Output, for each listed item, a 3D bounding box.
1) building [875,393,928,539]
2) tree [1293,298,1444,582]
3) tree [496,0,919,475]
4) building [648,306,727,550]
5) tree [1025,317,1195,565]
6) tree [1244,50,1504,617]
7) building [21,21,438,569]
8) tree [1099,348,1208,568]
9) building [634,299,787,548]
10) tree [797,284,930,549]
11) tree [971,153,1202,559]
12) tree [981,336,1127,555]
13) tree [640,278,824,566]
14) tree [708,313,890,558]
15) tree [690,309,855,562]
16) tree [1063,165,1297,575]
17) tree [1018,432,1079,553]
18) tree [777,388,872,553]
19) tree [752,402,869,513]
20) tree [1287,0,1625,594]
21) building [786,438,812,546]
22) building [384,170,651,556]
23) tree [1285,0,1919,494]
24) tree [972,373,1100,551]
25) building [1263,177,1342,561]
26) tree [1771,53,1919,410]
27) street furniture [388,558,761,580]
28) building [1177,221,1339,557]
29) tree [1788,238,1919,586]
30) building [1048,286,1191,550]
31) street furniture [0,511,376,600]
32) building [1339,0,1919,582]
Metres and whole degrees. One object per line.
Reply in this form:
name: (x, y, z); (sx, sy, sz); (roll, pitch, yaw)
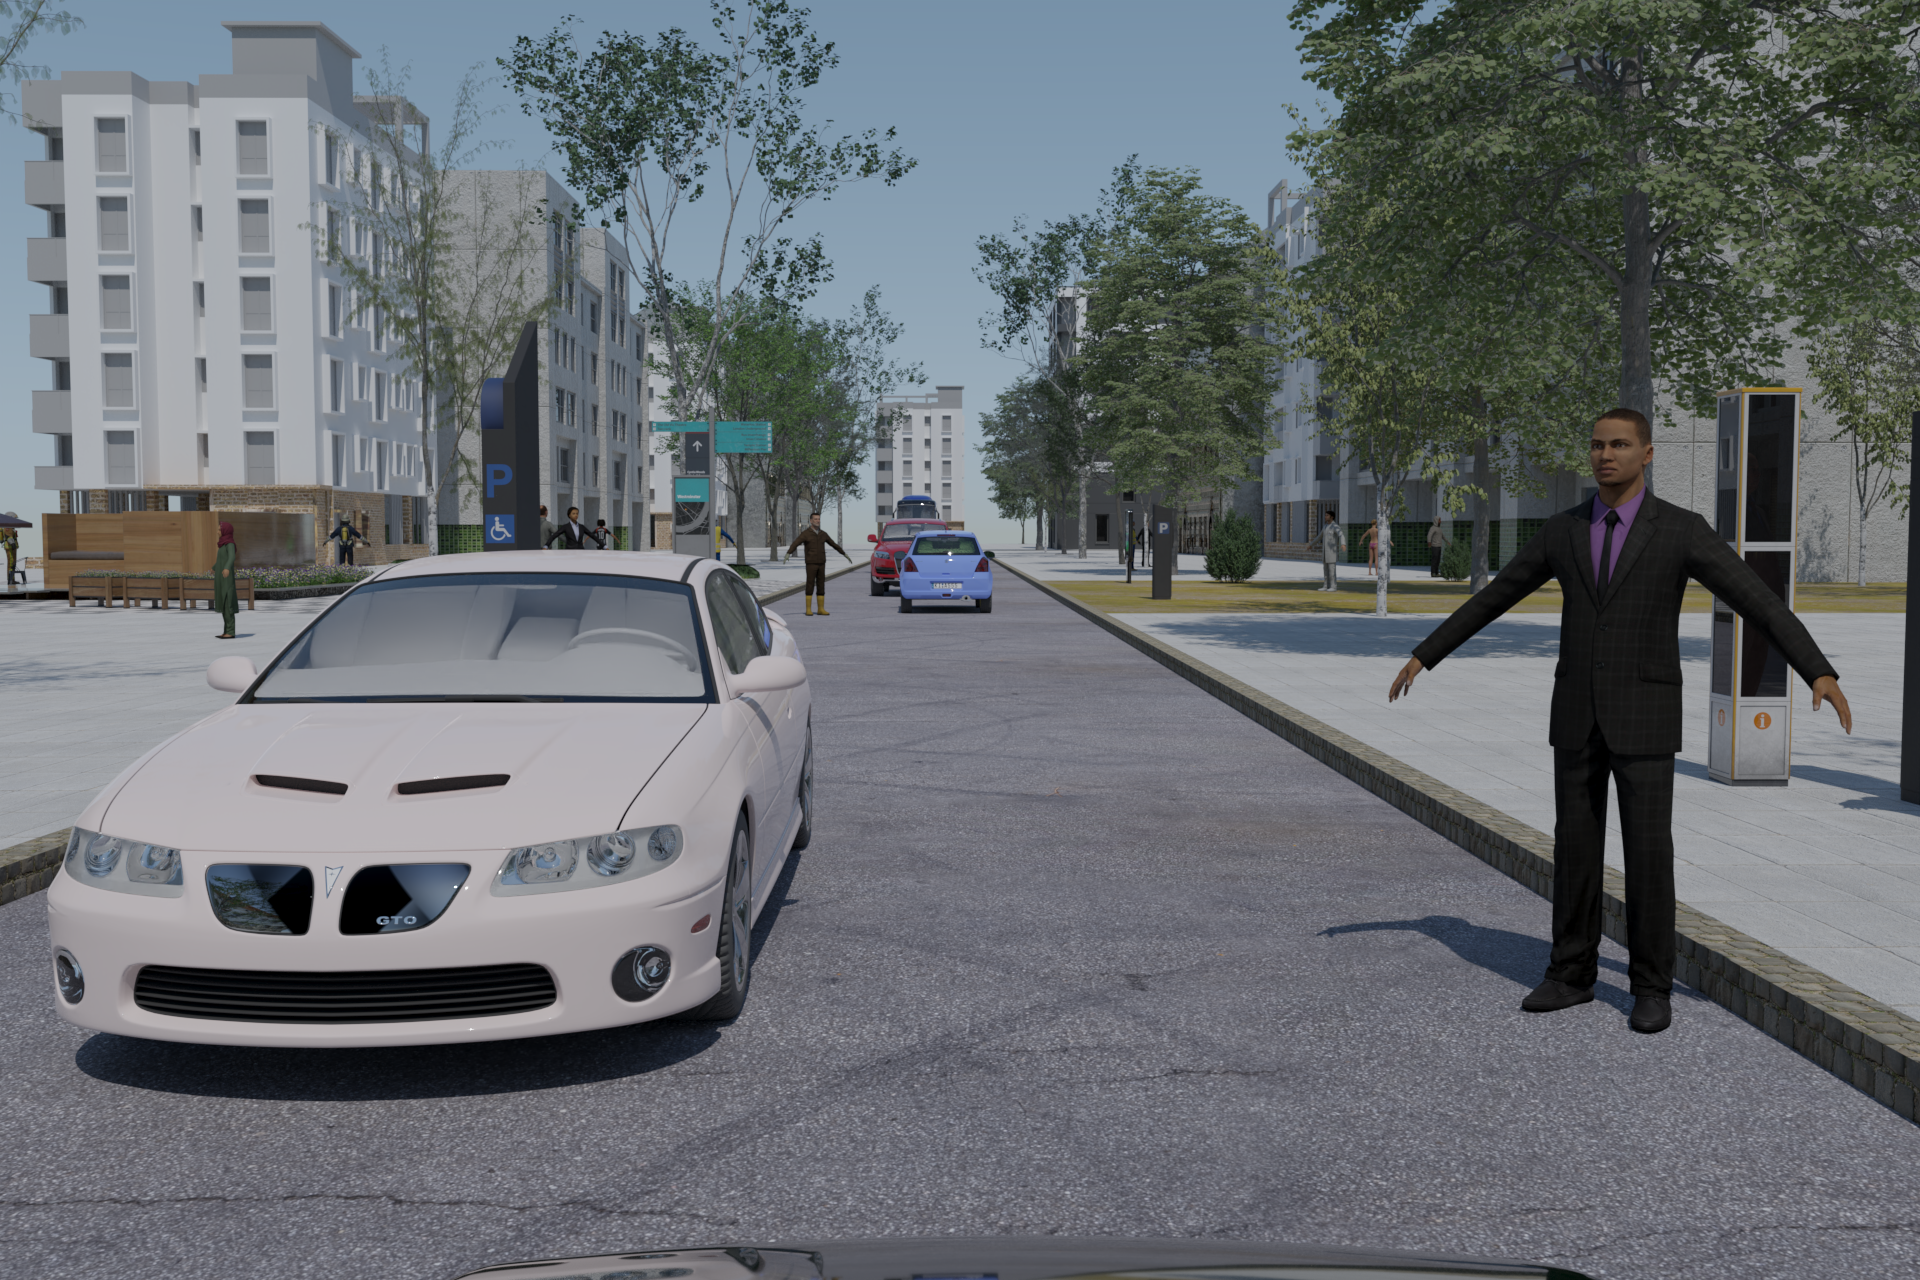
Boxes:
building: (-10.621, -22.386, 224.885); (11.380, 20.090, 16.016); (0, 4, 2)
tree: (11.146, -5.834, 45.744); (4.737, 8.622, 4.395); (0, 3, 0)
tree: (-8.121, -12.204, 55.426); (12.611, 20.169, 13.585); (0, 3, 0)
building: (-26.062, -17.644, 144.907); (16.016, 20.090, 11.380); (0, 4, -1)
tree: (6.506, -8.455, 72.650); (7.601, 10.594, 8.767); (1, 4, 19)
tree: (6.472, -4.653, 26.437); (4.737, 8.622, 4.395); (0, 3, 0)
building: (-28.612, -12.780, 65.369); (16.016, 20.090, 11.380); (0, 4, 0)
tree: (7.028, -7.042, 65.492); (4.360, 8.622, 3.978); (0, 3, 0)
building: (-27.116, -20.629, 168.216); (19.493, 23.208, 18.063); (0, 3, 0)
tree: (-8.707, -16.898, 132.163); (12.611, 20.169, 13.585); (0, 3, 0)
tree: (6.526, -14.196, 87.989); (12.611, 20.169, 13.585); (0, 3, 0)
tree: (6.399, -12.080, 107.880); (12.009, 13.543, 11.850); (0, 3, 0)
tree: (-9.048, -8.860, 70.619); (9.928, 11.665, 9.643); (0, 3, 0)
tree: (-9.016, -11.228, 93.950); (12.009, 13.543, 11.850); (0, 3, 0)
tree: (-8.742, -9.457, 80.378); (9.928, 11.665, 9.643); (0, 3, 0)
tree: (6.841, -8.310, 53.996); (7.486, 12.596, 7.792); (0, 3, 0)
tree: (5.620, -10.261, 118.122); (4.360, 8.622, 3.978); (0, 3, 0)
tree: (-9.486, -11.749, 117.849); (9.928, 11.665, 9.643); (0, 3, 0)
tree: (-9.084, -10.543, 106.790); (7.601, 10.594, 8.767); (2, 4, 25)
tree: (10.674, -7.246, 36.601); (7.486, 12.596, 7.792); (0, 3, 0)
building: (-26.655, -22.222, 194.261); (19.493, 23.208, 18.063); (0, 4, 0)
building: (-28.838, -14.291, 100.111); (16.747, 18.905, 31.486); (0, 4, -1)
tree: (6.554, -6.032, 16.756); (7.486, 12.596, 7.792); (0, 3, 0)
tree: (6.046, -13.875, 133.505); (9.857, 13.997, 8.962); (0, 3, 0)
building: (21.793, -14.509, 93.639); (16.016, 20.090, 11.380); (0, 3, 0)
tree: (21.235, -7.555, 33.890); (12.009, 13.543, 11.850); (0, 3, 0)
street furniture: (-10.673, -1.962, 47.700); (10.072, 0.657, 5.734); (0, 4, 1)
building: (23.869, -16.863, 106.639); (19.493, 23.208, 18.063); (0, 4, -1)
tree: (22.334, -5.621, 42.262); (4.737, 8.622, 4.395); (0, 3, 0)
building: (21.905, -19.281, 159.222); (27.936, 21.610, 32.646); (0, 4, 0)
street furniture: (-15.325, -1.844, 36.997); (9.812, 1.723, 11.010); (0, 4, 2)
building: (25.479, -11.923, 61.400); (16.747, 18.905, 31.486); (0, 4, 0)
